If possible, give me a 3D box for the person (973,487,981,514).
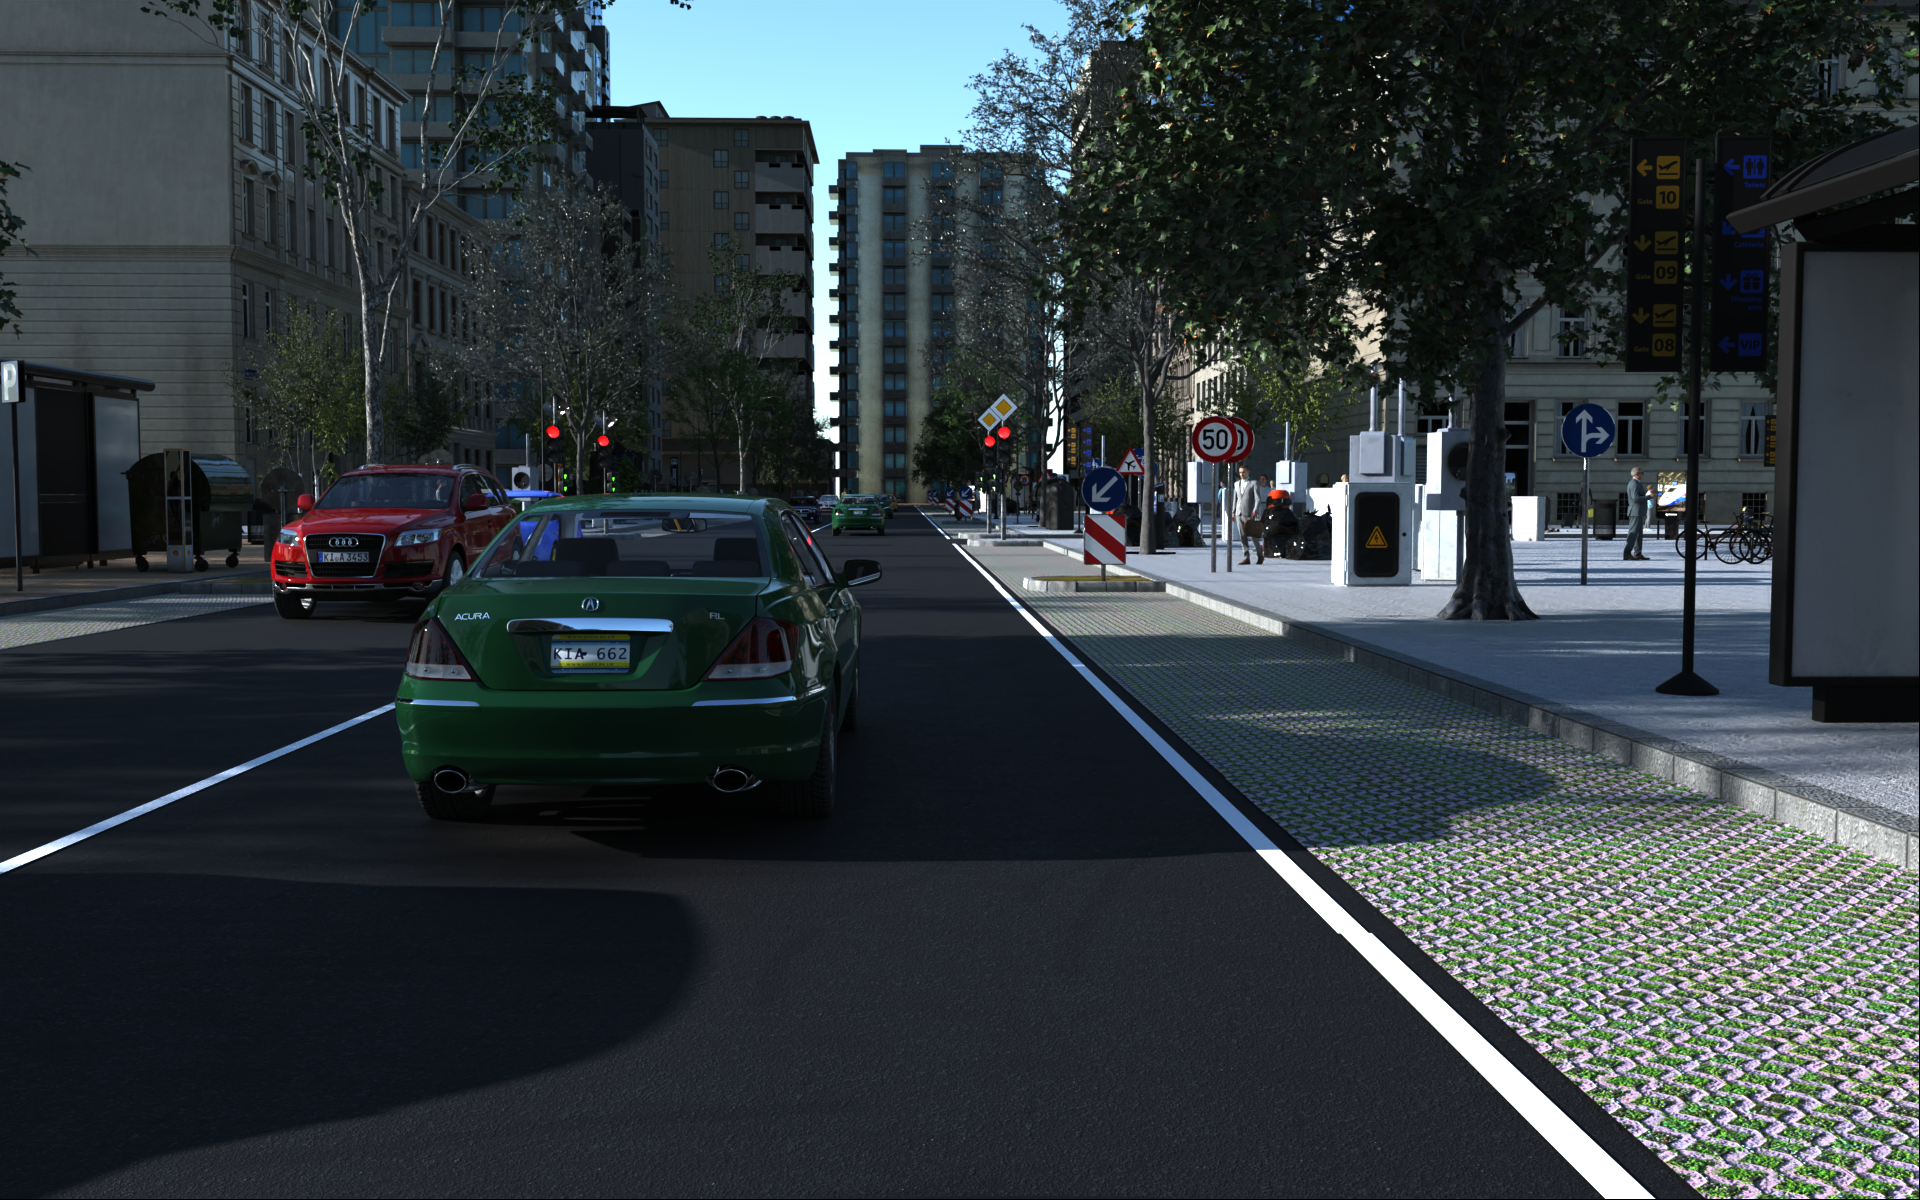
[{"bbox_3d":[1.050,-6.314,109.499,0.641,1.798,0.478,2,4,25],"label":"person"}]

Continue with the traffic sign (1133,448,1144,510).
[{"bbox_3d":[4.956,-2.918,47.812,0.768,2.556,0.104,0,4,4],"label":"traffic sign"}]

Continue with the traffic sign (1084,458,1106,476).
[{"bbox_3d":[4.779,-3.746,61.351,0.768,2.556,0.104,0,4,5],"label":"traffic sign"}]

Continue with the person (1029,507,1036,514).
[{"bbox_3d":[4.772,-6.414,111.032,0.853,1.813,0.709,0,4,-4],"label":"person"}]

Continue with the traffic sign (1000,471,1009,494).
[{"bbox_3d":[2.286,-5.769,94.431,0.768,2.556,0.104,0,4,5],"label":"traffic sign"}]

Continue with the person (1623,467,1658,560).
[{"bbox_3d":[13.197,-1.674,33.591,0.590,1.801,0.661,1,4,17],"label":"person"}]

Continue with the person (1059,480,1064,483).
[{"bbox_3d":[4.149,-3.905,69.744,0.638,1.841,0.748,0,4,-4],"label":"person"}]

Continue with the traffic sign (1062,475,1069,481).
[{"bbox_3d":[5.332,-5.359,89.756,0.606,2.300,0.079,0,4,1],"label":"traffic sign"}]

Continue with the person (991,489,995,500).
[{"bbox_3d":[2.251,-7.433,128.166,0.643,1.750,0.593,-2,4,-29],"label":"person"}]

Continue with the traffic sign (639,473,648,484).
[{"bbox_3d":[-18.957,-6.309,103.257,0.768,2.556,0.104,0,4,4],"label":"traffic sign"}]

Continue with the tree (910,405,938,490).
[{"bbox_3d":[1.088,-14.101,147.559,9.611,12.733,9.660,0,3,0],"label":"tree"}]

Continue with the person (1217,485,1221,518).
[{"bbox_3d":[13.867,-5.341,93.734,0.532,1.782,0.716,-1,4,-11],"label":"person"}]

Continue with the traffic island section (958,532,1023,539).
[{"bbox_3d":[0.973,-2.089,56.437,2.009,0.180,2.903,0,4,-2],"label":"traffic island section"}]

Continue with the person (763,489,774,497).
[{"bbox_3d":[-19.681,-10.493,177.619,1.348,1.823,0.705,-3,4,-38],"label":"person"}]

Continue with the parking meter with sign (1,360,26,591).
[{"bbox_3d":[-12.929,-1.582,22.120,0.543,3.016,1.738,3,5,40],"label":"parking meter with sign"}]

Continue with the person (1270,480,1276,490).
[{"bbox_3d":[12.694,-3.927,70.129,0.818,1.842,0.514,1,4,16],"label":"person"}]

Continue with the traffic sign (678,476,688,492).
[{"bbox_3d":[-19.246,-7.336,119.944,0.884,2.594,0.081,0,4,0],"label":"traffic sign"}]

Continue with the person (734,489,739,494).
[{"bbox_3d":[-18.581,-8.369,143.681,0.445,1.727,0.742,0,4,4],"label":"person"}]

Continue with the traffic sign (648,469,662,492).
[{"bbox_3d":[-15.474,-5.369,87.888,0.768,2.556,0.104,0,4,8],"label":"traffic sign"}]

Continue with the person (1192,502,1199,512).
[{"bbox_3d":[11.210,-4.714,83.133,0.654,1.822,0.581,0,4,-5],"label":"person"}]

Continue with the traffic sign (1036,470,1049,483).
[{"bbox_3d":[4.137,-5.130,83.872,0.884,2.594,0.081,0,4,5],"label":"traffic sign"}]

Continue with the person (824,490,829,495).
[{"bbox_3d":[-11.294,-8.411,146.742,1.217,1.743,0.721,0,4,-1],"label":"person"}]

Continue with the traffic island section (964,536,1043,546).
[{"bbox_3d":[1.237,-1.601,48.456,2.009,0.180,2.903,0,4,-2],"label":"traffic island section"}]

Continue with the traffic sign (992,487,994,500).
[{"bbox_3d":[2.309,-7.483,124.469,0.606,2.300,0.079,0,4,7],"label":"traffic sign"}]

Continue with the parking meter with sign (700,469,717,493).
[{"bbox_3d":[-16.966,-7.515,119.128,1.738,3.016,0.543,0,4,1],"label":"parking meter with sign"}]

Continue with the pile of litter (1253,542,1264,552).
[{"bbox_3d":[7.145,-1.499,38.473,1.176,0.858,1.719,0,4,-6],"label":"pile of litter"}]

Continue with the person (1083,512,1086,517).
[{"bbox_3d":[6.943,-5.229,92.280,0.760,1.731,0.466,-2,4,-29],"label":"person"}]

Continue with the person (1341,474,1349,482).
[{"bbox_3d":[10.954,-2.667,49.532,0.818,1.842,0.514,0,4,5],"label":"person"}]

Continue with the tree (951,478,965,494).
[{"bbox_3d":[-0.115,-10.637,168.523,1.663,3.219,1.824,0,3,0],"label":"tree"}]

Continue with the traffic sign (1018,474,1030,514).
[{"bbox_3d":[4.090,-6.714,109.886,0.768,2.556,0.104,0,4,4],"label":"traffic sign"}]

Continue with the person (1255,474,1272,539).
[{"bbox_3d":[7.076,-2.076,40.564,0.480,1.755,0.524,0,4,1],"label":"person"}]

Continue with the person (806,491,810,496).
[{"bbox_3d":[-15.000,-9.812,169.710,0.721,1.735,1.217,0,4,-3],"label":"person"}]

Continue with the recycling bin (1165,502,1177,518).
[{"bbox_3d":[6.781,-2.734,57.256,0.722,1.027,0.722,1,4,14],"label":"recycling bin"}]

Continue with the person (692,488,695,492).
[{"bbox_3d":[-22.608,-8.624,147.035,1.348,1.826,0.705,2,4,34],"label":"person"}]

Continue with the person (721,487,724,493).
[{"bbox_3d":[-19.303,-8.278,141.262,0.599,1.838,0.709,-2,4,-30],"label":"person"}]

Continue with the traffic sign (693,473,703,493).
[{"bbox_3d":[-15.920,-6.389,104.459,0.884,2.594,0.081,0,4,0],"label":"traffic sign"}]

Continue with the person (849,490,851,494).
[{"bbox_3d":[-10.409,-9.561,164.787,0.705,1.831,1.348,-3,5,-41],"label":"person"}]

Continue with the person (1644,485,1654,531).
[{"bbox_3d":[24.040,-3.212,60.371,0.330,1.601,0.589,1,4,14],"label":"person"}]

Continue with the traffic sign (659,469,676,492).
[{"bbox_3d":[-15.223,-5.507,90.047,0.884,2.594,0.081,0,4,7],"label":"traffic sign"}]

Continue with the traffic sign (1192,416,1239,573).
[{"bbox_3d":[4.152,-1.723,28.273,0.768,2.556,0.104,0,4,1],"label":"traffic sign"}]

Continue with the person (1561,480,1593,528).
[{"bbox_3d":[23.272,-3.599,65.109,0.699,1.804,1.509,0,4,-6],"label":"person"}]

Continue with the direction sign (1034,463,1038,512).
[{"bbox_3d":[5.526,-8.154,125.311,0.379,3.537,0.876,1,4,20],"label":"direction sign"}]

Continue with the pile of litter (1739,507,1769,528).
[{"bbox_3d":[27.799,-2.851,60.580,1.176,0.858,1.719,3,4,39],"label":"pile of litter"}]

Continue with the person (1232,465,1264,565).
[{"bbox_3d":[5.212,-1.549,31.483,0.709,1.813,0.853,3,4,38],"label":"person"}]

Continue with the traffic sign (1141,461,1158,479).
[{"bbox_3d":[6.566,-3.716,60.858,0.768,2.556,0.104,0,4,1],"label":"traffic sign"}]

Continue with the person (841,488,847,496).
[{"bbox_3d":[-7.988,-6.853,120.462,0.656,1.842,0.836,0,4,7],"label":"person"}]

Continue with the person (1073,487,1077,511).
[{"bbox_3d":[8.406,-7.446,127.880,0.391,1.810,0.635,-2,4,-35],"label":"person"}]

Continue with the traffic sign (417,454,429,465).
[{"bbox_3d":[-16.837,-3.347,54.834,0.768,2.556,0.104,0,4,7],"label":"traffic sign"}]

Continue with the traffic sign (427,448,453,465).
[{"bbox_3d":[-14.526,-2.952,48.379,0.768,2.556,0.104,0,4,7],"label":"traffic sign"}]

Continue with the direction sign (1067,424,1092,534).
[{"bbox_3d":[3.873,-3.928,56.215,0.876,3.537,0.379,2,4,27],"label":"direction sign"}]

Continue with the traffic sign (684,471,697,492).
[{"bbox_3d":[-15.004,-5.893,96.458,0.768,2.556,0.104,0,4,0],"label":"traffic sign"}]

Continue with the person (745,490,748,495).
[{"bbox_3d":[-21.264,-10.110,172.272,0.756,1.711,0.436,-1,4,-22],"label":"person"}]

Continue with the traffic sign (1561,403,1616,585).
[{"bbox_3d":[8.830,-1.488,24.437,0.768,2.556,0.104,0,4,-1],"label":"traffic sign"}]

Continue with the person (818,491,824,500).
[{"bbox_3d":[-12.958,-9.520,164.867,1.217,1.735,0.721,2,4,24],"label":"person"}]

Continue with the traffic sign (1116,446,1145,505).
[{"bbox_3d":[4.621,-2.882,47.119,0.884,2.594,0.081,0,4,2],"label":"traffic sign"}]

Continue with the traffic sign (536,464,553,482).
[{"bbox_3d":[-17.389,-4.419,72.351,0.768,2.556,0.104,0,4,7],"label":"traffic sign"}]

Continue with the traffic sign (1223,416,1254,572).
[{"bbox_3d":[4.442,-1.735,28.478,0.768,2.556,0.104,0,4,-1],"label":"traffic sign"}]

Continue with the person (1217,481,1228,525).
[{"bbox_3d":[10.958,-4.032,71.832,0.638,1.841,0.748,-1,4,-8],"label":"person"}]

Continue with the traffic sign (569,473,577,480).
[{"bbox_3d":[-18.670,-5.018,84.167,0.606,2.300,0.079,0,4,3],"label":"traffic sign"}]
